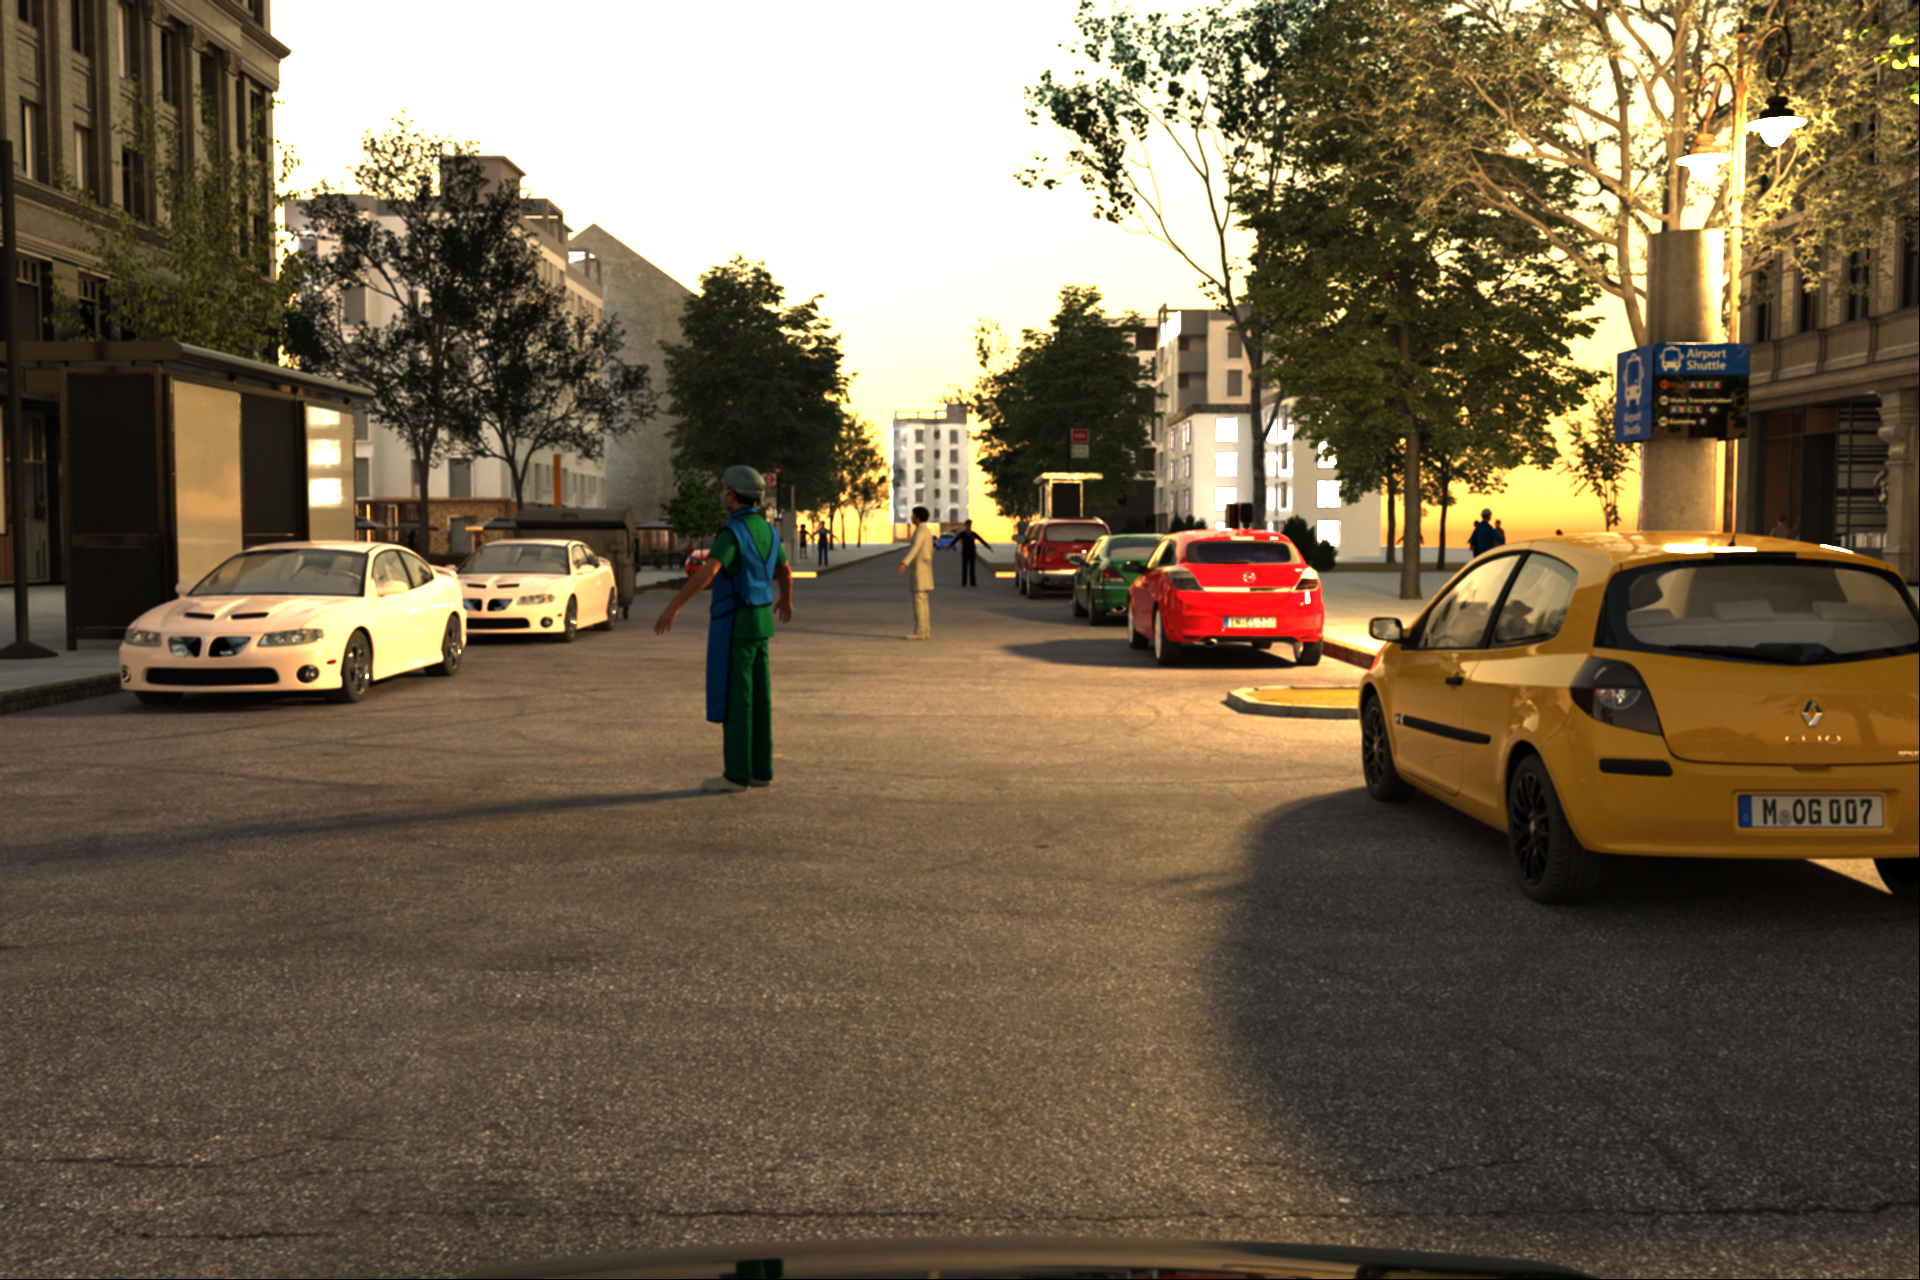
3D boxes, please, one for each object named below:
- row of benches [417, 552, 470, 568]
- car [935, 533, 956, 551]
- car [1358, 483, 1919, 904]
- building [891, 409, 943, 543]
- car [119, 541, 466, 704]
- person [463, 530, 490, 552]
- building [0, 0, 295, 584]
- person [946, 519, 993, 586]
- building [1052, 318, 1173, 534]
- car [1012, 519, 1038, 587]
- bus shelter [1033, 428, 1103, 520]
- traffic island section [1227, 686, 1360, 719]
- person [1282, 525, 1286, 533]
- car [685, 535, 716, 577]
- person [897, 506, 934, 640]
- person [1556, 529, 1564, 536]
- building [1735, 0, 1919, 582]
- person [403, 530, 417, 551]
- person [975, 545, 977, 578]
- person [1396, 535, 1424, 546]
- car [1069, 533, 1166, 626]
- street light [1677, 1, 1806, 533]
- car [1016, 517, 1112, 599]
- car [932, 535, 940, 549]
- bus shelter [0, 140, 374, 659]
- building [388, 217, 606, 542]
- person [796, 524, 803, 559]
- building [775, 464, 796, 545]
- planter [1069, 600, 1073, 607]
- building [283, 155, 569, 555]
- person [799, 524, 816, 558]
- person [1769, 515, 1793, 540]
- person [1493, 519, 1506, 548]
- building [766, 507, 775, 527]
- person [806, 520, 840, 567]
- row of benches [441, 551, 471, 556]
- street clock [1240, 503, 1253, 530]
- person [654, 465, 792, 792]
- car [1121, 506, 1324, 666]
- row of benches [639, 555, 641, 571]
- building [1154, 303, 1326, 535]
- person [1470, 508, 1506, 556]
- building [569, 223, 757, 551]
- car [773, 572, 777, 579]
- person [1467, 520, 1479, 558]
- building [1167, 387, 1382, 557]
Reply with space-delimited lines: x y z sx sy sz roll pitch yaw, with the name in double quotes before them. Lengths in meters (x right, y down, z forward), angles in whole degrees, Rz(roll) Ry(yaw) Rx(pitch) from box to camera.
"row of benches" -17.864 -2.598 57.948 4.104 0.672 1.422 2 4 29
"car" -1.167 -8.604 150.265 1.945 1.707 3.694 0 4 -1
"car" 3.058 0.128 8.138 2.015 1.641 3.980 0 3 0
"building" -9.630 -24.127 253.358 11.380 20.090 16.016 -1 4 -9
"car" -6.021 -0.232 16.156 2.083 1.381 4.827 0 4 0
"person" -21.301 -4.256 76.396 1.217 1.733 0.721 -2 4 -35
"building" -28.364 -16.246 45.218 16.754 29.471 25.880 0 4 -1
"person" 0.246 -2.401 47.656 1.347 1.837 0.705 -1 4 -12
"building" 23.317 -20.542 179.837 27.936 21.610 32.646 0 3 0
"car" 2.520 -2.261 45.643 2.281 1.827 5.304 0 3 0
"bus shelter" 3.843 -5.239 63.286 2.179 5.291 8.768 0 4 0
"traffic island section" 3.273 0.518 14.397 1.991 0.108 1.994 0 4 -1
"person" 17.358 -5.247 91.913 0.705 1.813 1.348 -3 4 -38
"car" -6.453 -2.380 47.956 2.155 1.783 4.494 0 4 0
"person" -0.569 -0.917 23.631 0.705 1.806 1.347 1 4 14
"person" 19.027 -2.776 54.661 0.421 1.427 0.697 -1 4 -15
"building" 27.253 -12.198 49.400 10.553 20.879 40.483 0 4 0
"person" -24.475 -4.304 77.084 0.721 1.740 1.216 -3 5 -40
"person" 0.487 -2.738 56.484 0.599 1.433 0.991 0 4 -3
"person" 14.443 -2.984 55.547 0.721 1.744 1.215 -2 4 -29
"car" 2.901 -1.022 28.506 2.131 1.459 4.920 0 4 -1
"street light" 7.021 -2.627 15.738 0.468 5.910 1.993 0 4 -1
"car" 2.461 -1.893 39.629 2.281 1.827 5.304 0 4 -1
"car" -2.804 -9.298 164.600 1.945 1.354 3.894 0 3 0
"bus shelter" -9.472 -2.611 20.318 2.179 5.291 8.768 0 4 1
"building" -29.044 -15.194 104.840 16.016 20.090 11.380 0 4 0
"person" -8.296 -4.997 87.970 0.705 1.796 1.348 -1 4 -22
"building" -26.052 -21.617 209.855 16.016 20.090 11.380 0 4 0
"planter" 3.188 -0.823 34.601 1.991 0.319 1.994 0 4 -1
"building" -27.655 -14.158 87.903 16.016 20.090 11.380 0 4 -1
"person" -8.261 -5.210 91.323 1.345 1.843 0.704 1 4 10
"person" 20.771 -2.283 43.896 0.617 1.759 0.750 1 4 19
"person" 17.458 -3.051 56.473 0.990 1.755 0.434 -2 4 -35
"building" -30.161 -21.797 187.315 19.493 23.208 18.063 0 4 -1
"person" -5.408 -3.827 68.432 1.347 1.847 0.705 0 4 -7
"row of benches" -16.659 -2.818 61.531 4.104 0.672 1.422 2 4 27
"street clock" 6.669 -2.190 40.371 0.358 2.002 0.471 0 4 -1
"person" -1.250 -0.072 9.759 0.704 1.817 1.347 2 4 24
"car" 3.023 -0.692 20.359 2.155 1.783 4.494 0 4 -1
"row of benches" -12.882 -2.667 59.073 4.104 0.672 1.422 -3 4 -37
"building" 21.225 -17.499 142.520 16.016 20.090 11.380 0 4 -1
"person" 11.499 -1.954 37.820 0.705 1.842 1.347 -1 4 -19
"building" -25.934 -18.400 131.776 19.493 23.208 18.063 0 4 -1
"car" -6.579 -2.704 53.809 1.945 1.707 3.694 0 3 0
"person" 19.694 -3.665 66.142 0.704 1.802 1.346 3 4 36
"building" 19.505 -10.377 111.811 9.099 9.664 28.070 0 4 0
